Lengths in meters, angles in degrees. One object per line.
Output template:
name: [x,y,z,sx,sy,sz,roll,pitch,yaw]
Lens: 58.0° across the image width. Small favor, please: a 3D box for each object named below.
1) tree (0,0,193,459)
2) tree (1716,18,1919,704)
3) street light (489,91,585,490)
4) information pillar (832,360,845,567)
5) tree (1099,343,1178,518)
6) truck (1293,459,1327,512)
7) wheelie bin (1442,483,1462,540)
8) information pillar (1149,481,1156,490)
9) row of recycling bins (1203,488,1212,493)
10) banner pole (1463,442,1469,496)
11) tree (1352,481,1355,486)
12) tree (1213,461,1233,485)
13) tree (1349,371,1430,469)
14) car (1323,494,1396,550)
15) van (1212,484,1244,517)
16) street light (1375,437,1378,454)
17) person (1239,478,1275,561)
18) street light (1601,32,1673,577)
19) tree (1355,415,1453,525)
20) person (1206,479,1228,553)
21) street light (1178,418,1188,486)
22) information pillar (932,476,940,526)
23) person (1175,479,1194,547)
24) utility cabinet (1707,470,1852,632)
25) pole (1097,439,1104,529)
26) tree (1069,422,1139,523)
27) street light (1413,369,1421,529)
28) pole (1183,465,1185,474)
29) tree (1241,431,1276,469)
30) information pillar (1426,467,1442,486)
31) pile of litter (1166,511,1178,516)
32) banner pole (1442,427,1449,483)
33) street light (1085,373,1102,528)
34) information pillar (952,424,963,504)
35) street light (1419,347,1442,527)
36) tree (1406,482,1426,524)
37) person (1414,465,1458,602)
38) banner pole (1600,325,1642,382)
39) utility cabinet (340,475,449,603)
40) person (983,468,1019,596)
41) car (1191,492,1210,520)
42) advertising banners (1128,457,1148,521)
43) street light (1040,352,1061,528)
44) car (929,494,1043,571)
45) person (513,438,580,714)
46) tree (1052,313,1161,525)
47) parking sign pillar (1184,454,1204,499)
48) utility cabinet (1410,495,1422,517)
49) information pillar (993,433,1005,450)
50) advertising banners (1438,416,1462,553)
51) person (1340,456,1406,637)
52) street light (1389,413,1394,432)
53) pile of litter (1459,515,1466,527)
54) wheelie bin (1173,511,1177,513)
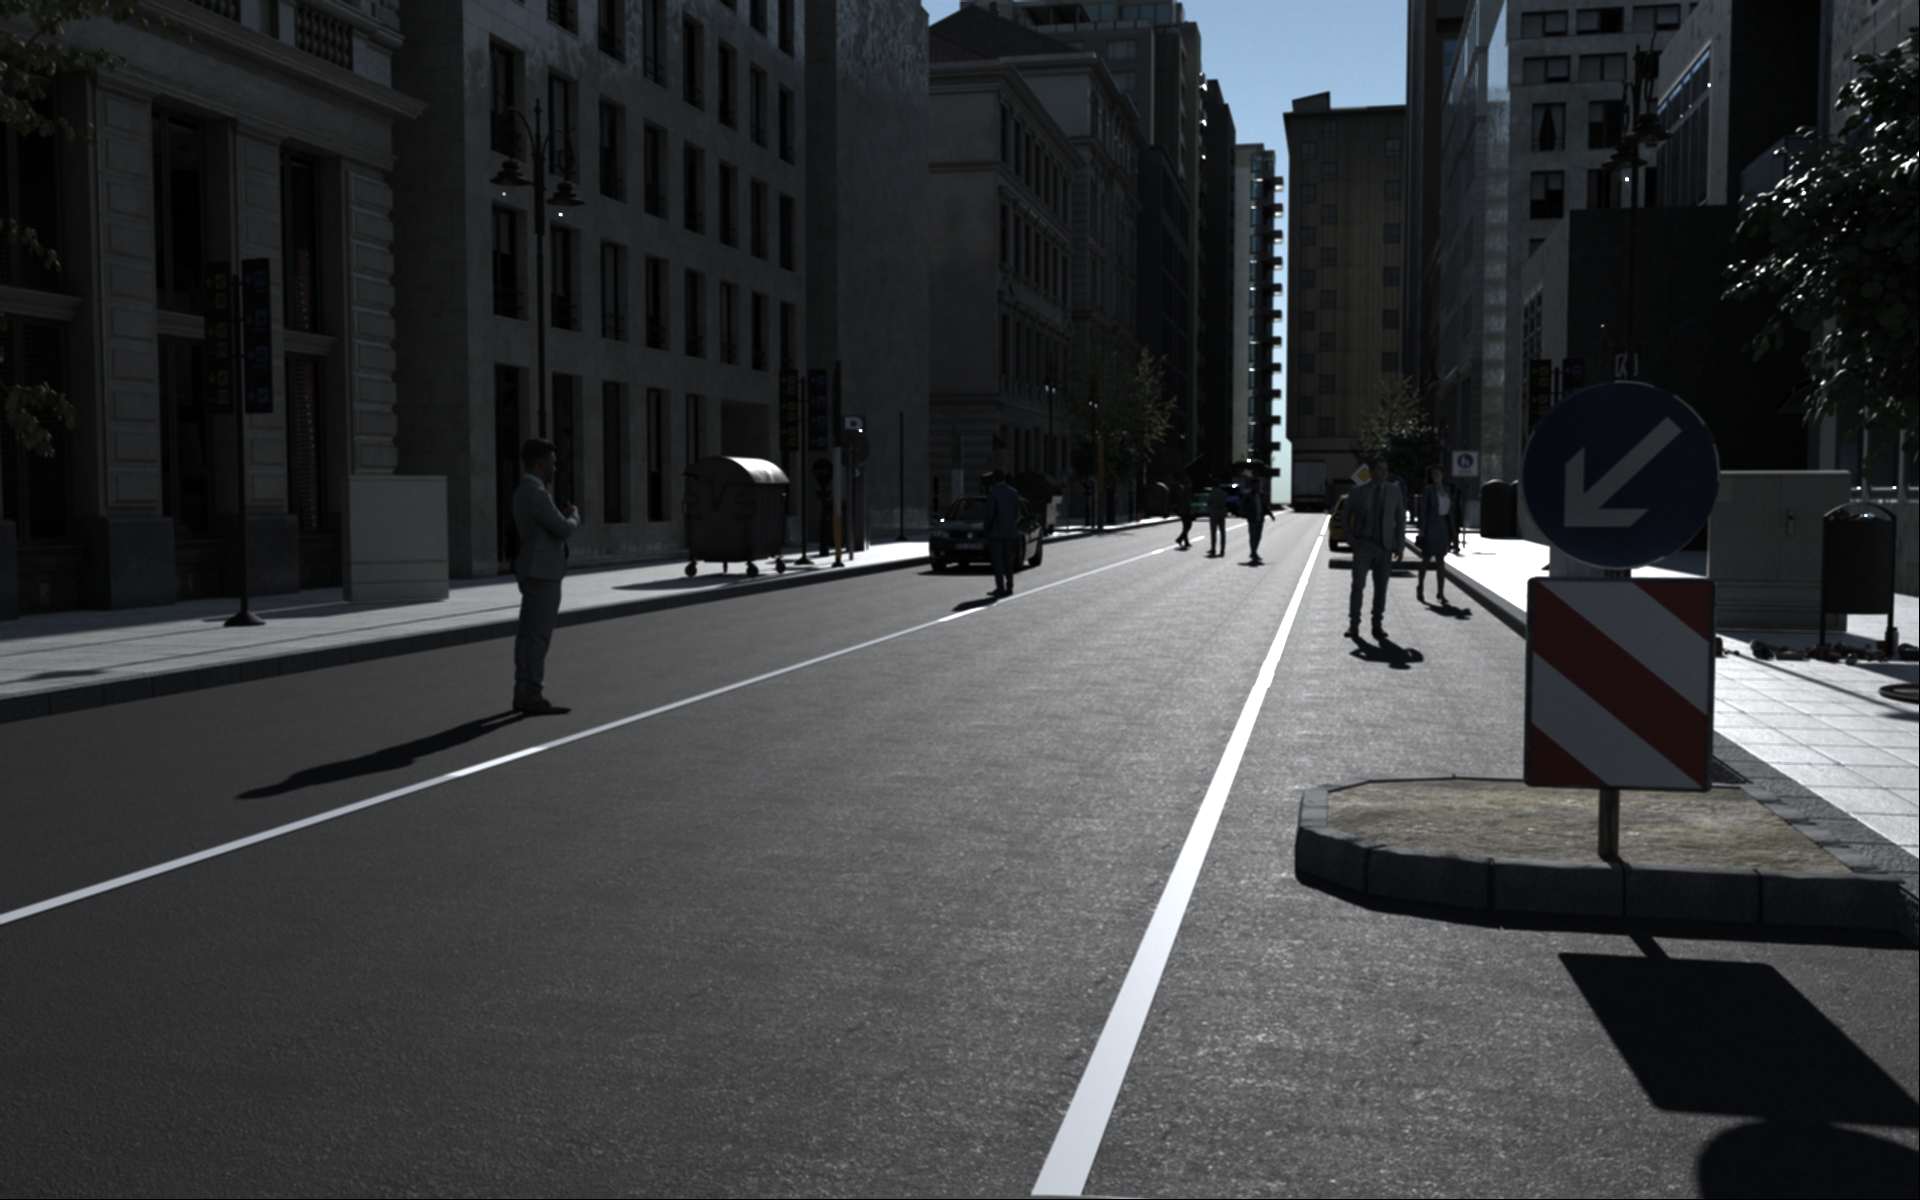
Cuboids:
tree: [-6.901,-3.672,10.396,4.737,8.622,4.395,0,3,0]
tree: [6.521,-1.653,10.748,4.285,4.588,4.351,0,3,0]
street light: [-4.933,-2.913,20.411,0.468,5.910,1.993,1,4,12]
information pillar: [-2.171,-2.400,30.591,0.183,3.616,0.504,-1,4,-11]
tree: [8.613,-8.252,85.279,4.360,8.622,3.978,0,3,0]
truck: [29.254,-9.540,144.889,2.839,4.237,11.283,1,4,12]
wheelie bin: [13.474,-2.473,48.348,0.980,1.594,0.693,-1,4,-11]
information pillar: [11.021,-5.788,99.130,0.304,2.012,0.304,0,4,-6]
row of recycling bins: [17.653,-7.127,123.643,1.069,1.692,3.534,1,4,15]
banner pole: [24.360,-5.712,83.404,0.401,3.779,0.863,2,4,33]
tree: [21.155,-5.923,80.548,4.285,4.588,4.351,0,3,0]
tree: [26.480,-11.356,169.380,4.285,4.588,4.351,0,3,0]
tree: [25.686,-9.318,102.713,4.360,8.622,3.978,0,3,0]
car: [10.591,-2.167,45.647,2.015,1.641,3.980,1,4,11]
van: [16.733,-6.365,108.448,2.240,2.365,5.245,1,4,13]
street light: [32.548,-9.949,135.447,0.468,5.910,1.993,1,4,12]
person: [6.370,-1.745,37.385,0.623,1.781,0.721,-3,5,-41]
street light: [6.967,-2.764,17.976,0.468,5.910,1.993,1,4,12]
tree: [18.680,-5.372,71.547,4.285,4.588,4.351,0,3,0]
person: [6.213,-2.037,41.989,0.511,1.800,0.466,-2,4,-28]
street light: [13.337,-8.008,103.720,0.468,5.910,1.993,1,4,12]
information pillar: [-0.970,-3.963,69.286,0.304,2.012,0.304,0,4,-1]
person: [6.119,-2.351,46.852,0.656,1.842,0.836,3,5,40]
utility cabinet: [7.604,-0.455,16.120,1.173,1.500,0.318,1,4,20]
pole: [5.221,-4.313,64.368,0.158,3.312,0.155,0,3,0]
tree: [6.295,-5.665,76.341,4.285,4.588,4.351,0,3,0]
street light: [16.707,-5.512,62.903,0.468,5.910,1.993,1,4,12]
pole: [15.603,-7.774,120.942,0.158,3.312,0.155,0,3,0]
tree: [34.375,-15.271,200.047,4.360,8.622,3.978,0,3,0]
information pillar: [12.661,-2.557,46.301,0.304,2.012,0.304,-3,5,-39]
pile of litter: [12.146,-5.292,100.492,1.176,0.858,1.719,2,4,24]
banner pole: [17.980,-4.541,64.259,0.401,3.779,0.863,2,4,33]
street light: [5.100,-5.711,66.171,0.468,5.910,1.993,1,4,12]
information pillar: [-0.092,-4.074,57.963,0.183,3.616,0.504,-3,5,-42]
street light: [14.832,-4.994,54.444,0.468,5.910,1.993,1,4,12]
tree: [19.735,-4.915,74.966,1.663,3.219,1.824,0,3,0]
person: [6.348,-0.894,23.148,0.581,1.822,0.654,0,4,-4]
banner pole: [9.682,-2.176,25.595,0.401,3.779,0.863,-2,4,-35]
utility cabinet: [-6.712,-0.728,20.577,1.173,1.500,0.318,-3,4,-38]
person: [0.593,-0.969,24.518,0.419,1.800,0.721,3,5,41]
car: [13.405,-5.238,94.437,1.959,1.807,4.718,1,4,12]
advertising banners: [8.416,-5.238,81.823,0.090,3.025,2.074,2,4,31]
street light: [2.963,-5.122,56.540,0.468,5.910,1.993,1,4,12]
car: [0.545,-1.455,33.573,2.009,1.686,4.222,1,4,10]
person: [-2.714,-0.168,11.422,0.466,1.800,0.511,-3,5,-39]
tree: [5.806,-7.376,70.955,4.737,8.622,4.395,0,3,0]
parking sign pillar: [15.603,-7.785,115.755,1.447,3.967,1.447,-1,4,-20]
utility cabinet: [26.024,-5.314,98.038,1.020,1.237,0.306,0,4,-7]
information pillar: [1.466,-4.545,65.662,0.504,3.616,0.183,0,4,7]
advertising banners: [10.831,-2.579,38.348,0.090,3.025,2.074,0,4,3]
person: [4.174,-0.545,17.508,0.635,1.810,0.391,0,4,-2]
street light: [24.586,-7.727,99.120,0.468,5.910,1.993,1,4,12]
pile of litter: [19.213,-3.253,67.153,1.176,0.858,1.719,-2,4,-34]
wheelie bin: [14.604,-6.713,117.658,0.980,1.594,0.693,1,4,23]
